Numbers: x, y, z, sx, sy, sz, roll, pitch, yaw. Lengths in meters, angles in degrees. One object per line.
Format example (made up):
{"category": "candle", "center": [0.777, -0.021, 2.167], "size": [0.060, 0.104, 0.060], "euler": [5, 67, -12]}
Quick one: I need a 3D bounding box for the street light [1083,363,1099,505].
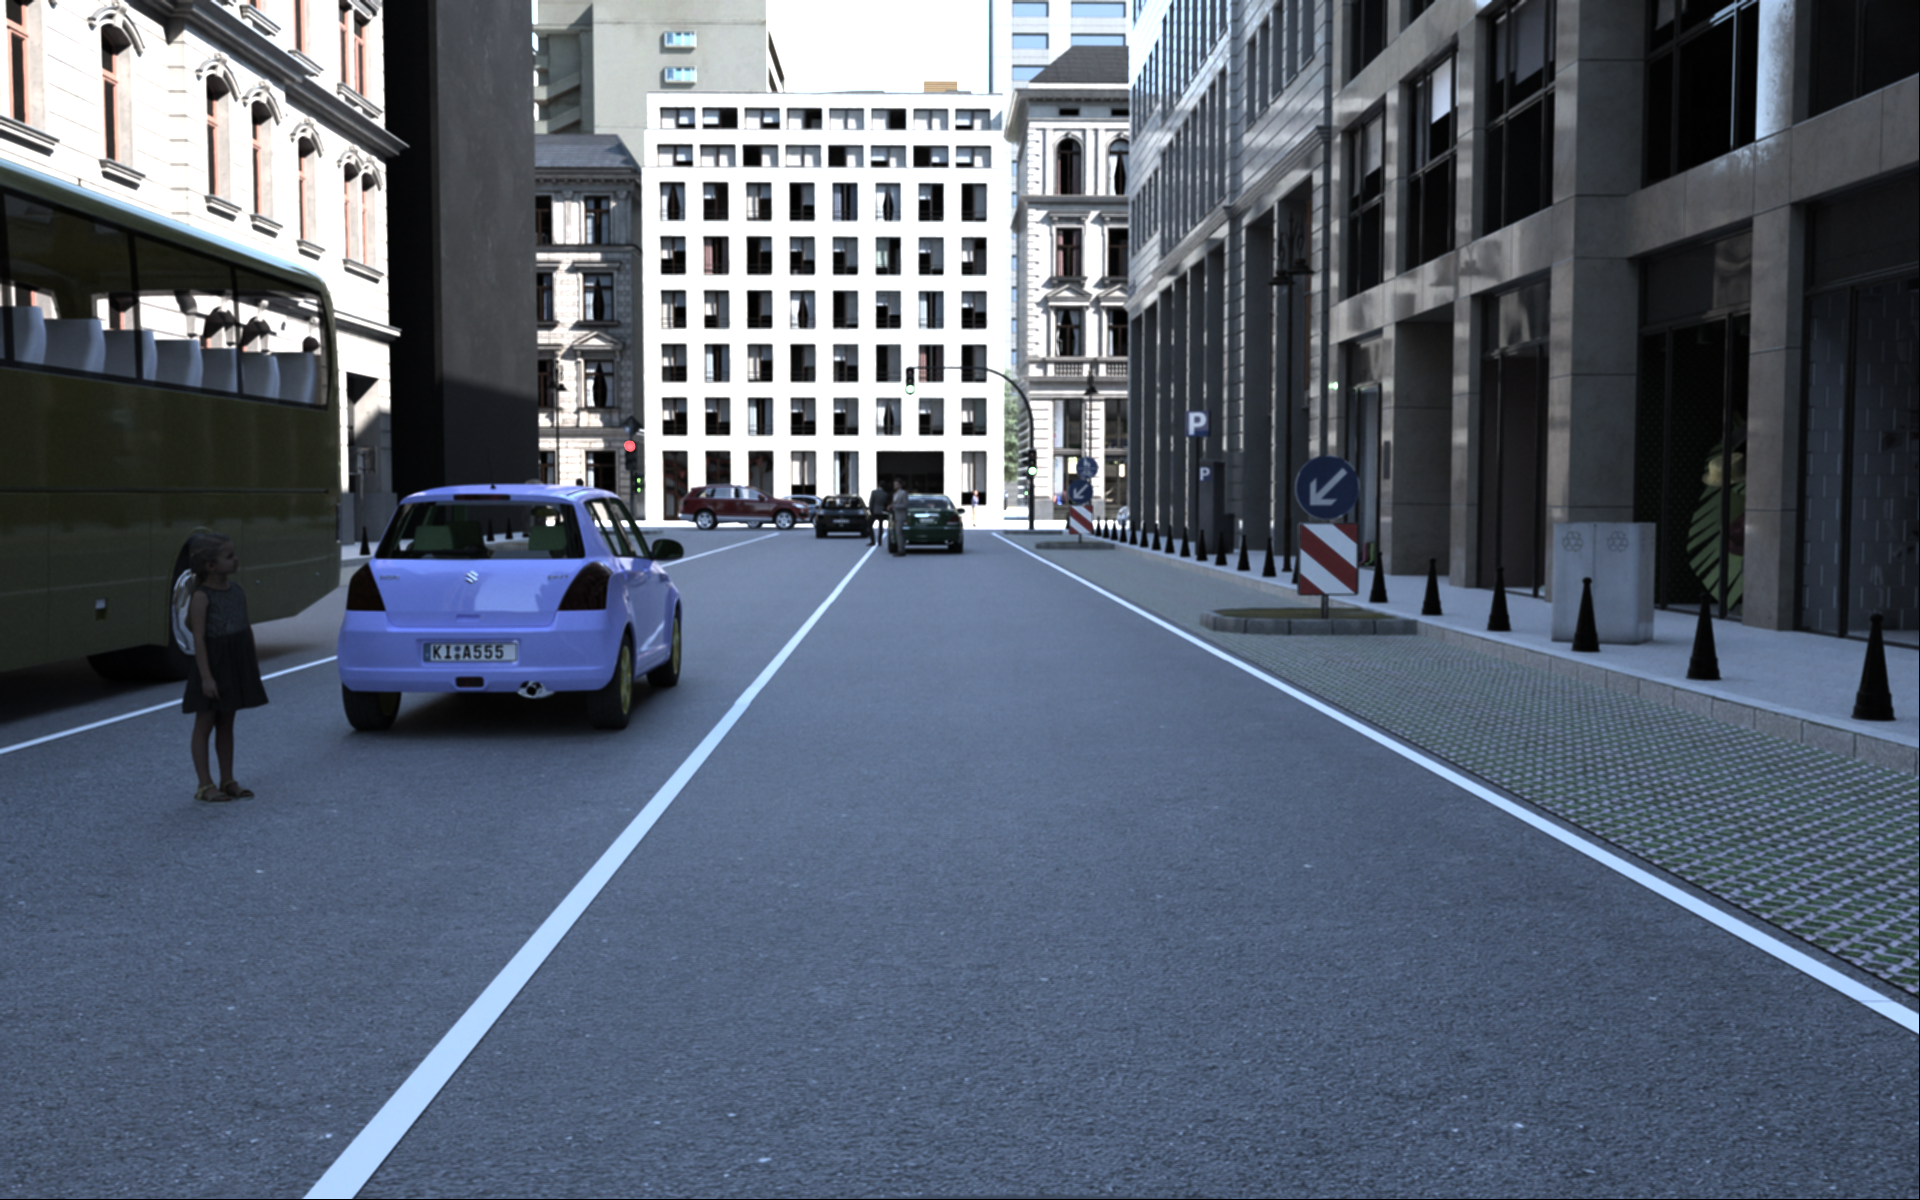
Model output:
{"category": "street light", "center": [4.612, -5.414, 61.304], "size": [0.468, 5.910, 1.993], "euler": [0, 4, -1]}

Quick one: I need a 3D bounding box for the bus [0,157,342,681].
{"category": "bus", "center": [-7.067, -1.157, 10.464], "size": [2.896, 3.916, 12.252], "euler": [0, 4, -1]}

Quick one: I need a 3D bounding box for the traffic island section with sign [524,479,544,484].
{"category": "traffic island section with sign", "center": [-10.974, -2.188, 44.400], "size": [1.989, 1.847, 2.006], "euler": [0, 4, -1]}

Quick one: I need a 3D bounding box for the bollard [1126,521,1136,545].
{"category": "bollard", "center": [4.407, -1.711, 44.013], "size": [0.229, 0.601, 0.229], "euler": [0, 3, 0]}

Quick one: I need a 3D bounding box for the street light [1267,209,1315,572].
{"category": "street light", "center": [5.413, -3.406, 28.484], "size": [0.468, 5.910, 1.993], "euler": [0, 4, -1]}

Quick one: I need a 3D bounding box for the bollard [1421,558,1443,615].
{"category": "bollard", "center": [5.017, -0.144, 18.398], "size": [0.229, 0.601, 0.229], "euler": [0, 3, 0]}

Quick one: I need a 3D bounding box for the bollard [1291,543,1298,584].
{"category": "bollard", "center": [4.860, -0.535, 24.790], "size": [0.229, 0.601, 0.229], "euler": [0, 3, 0]}

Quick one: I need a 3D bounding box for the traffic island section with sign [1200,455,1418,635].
{"category": "traffic island section with sign", "center": [3.622, -0.600, 18.430], "size": [1.989, 1.847, 2.006], "euler": [0, 4, -1]}

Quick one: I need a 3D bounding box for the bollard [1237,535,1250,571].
{"category": "bollard", "center": [4.762, -0.796, 29.061], "size": [0.229, 0.601, 0.229], "euler": [0, 3, 0]}

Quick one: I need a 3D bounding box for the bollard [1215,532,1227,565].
{"category": "bollard", "center": [4.706, -0.927, 31.197], "size": [0.229, 0.601, 0.229], "euler": [0, 3, 0]}

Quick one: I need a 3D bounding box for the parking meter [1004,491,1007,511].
{"category": "parking meter", "center": [3.400, -7.532, 131.566], "size": [0.372, 1.533, 0.369], "euler": [0, 3, 0]}

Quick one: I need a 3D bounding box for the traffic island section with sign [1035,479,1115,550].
{"category": "traffic island section with sign", "center": [2.984, -2.248, 45.378], "size": [1.989, 1.847, 2.006], "euler": [0, 4, -1]}

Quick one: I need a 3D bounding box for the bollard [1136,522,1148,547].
{"category": "bollard", "center": [4.456, -1.580, 41.882], "size": [0.229, 0.601, 0.229], "euler": [0, 3, 0]}

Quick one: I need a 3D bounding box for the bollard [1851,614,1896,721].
{"category": "bollard", "center": [5.218, 0.377, 9.877], "size": [0.229, 0.601, 0.229], "euler": [0, 3, 0]}

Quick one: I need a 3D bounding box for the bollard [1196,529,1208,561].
{"category": "bollard", "center": [4.657, -1.057, 33.322], "size": [0.229, 0.601, 0.229], "euler": [0, 3, 0]}

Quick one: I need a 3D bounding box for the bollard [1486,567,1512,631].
{"category": "bollard", "center": [5.067, -0.014, 16.266], "size": [0.229, 0.601, 0.229], "euler": [0, 3, 0]}

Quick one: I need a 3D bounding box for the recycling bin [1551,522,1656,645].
{"category": "recycling bin", "center": [5.627, -0.158, 15.138], "size": [0.722, 1.027, 0.722], "euler": [2, 4, 33]}

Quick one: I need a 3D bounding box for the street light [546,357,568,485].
{"category": "street light", "center": [-13.589, -5.244, 58.525], "size": [0.468, 5.910, 1.993], "euler": [0, 4, -1]}

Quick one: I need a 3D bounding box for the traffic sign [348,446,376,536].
{"category": "traffic sign", "center": [-12.781, -2.136, 37.059], "size": [0.606, 2.300, 0.079], "euler": [0, 4, 6]}

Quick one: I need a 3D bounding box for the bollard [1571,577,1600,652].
{"category": "bollard", "center": [5.114, 0.116, 14.140], "size": [0.229, 0.601, 0.229], "euler": [0, 3, 0]}

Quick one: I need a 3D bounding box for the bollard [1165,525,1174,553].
{"category": "bollard", "center": [4.554, -1.318, 37.599], "size": [0.229, 0.601, 0.229], "euler": [0, 3, 0]}

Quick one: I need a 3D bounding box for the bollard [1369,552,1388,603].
{"category": "bollard", "center": [4.963, -0.274, 20.524], "size": [0.229, 0.601, 0.229], "euler": [0, 3, 0]}

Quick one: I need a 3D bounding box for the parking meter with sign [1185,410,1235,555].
{"category": "parking meter with sign", "center": [5.369, -2.489, 36.950], "size": [0.543, 3.016, 1.738], "euler": [2, 4, 29]}

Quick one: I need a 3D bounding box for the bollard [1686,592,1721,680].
{"category": "bollard", "center": [5.165, 0.246, 12.015], "size": [0.229, 0.601, 0.229], "euler": [0, 3, 0]}

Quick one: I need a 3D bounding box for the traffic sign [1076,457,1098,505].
{"category": "traffic sign", "center": [4.319, -3.607, 59.078], "size": [0.768, 2.556, 0.104], "euler": [0, 4, 0]}

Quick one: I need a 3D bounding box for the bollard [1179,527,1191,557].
{"category": "bollard", "center": [4.611, -1.188, 35.458], "size": [0.229, 0.601, 0.229], "euler": [0, 3, 0]}

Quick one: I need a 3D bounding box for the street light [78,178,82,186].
{"category": "street light", "center": [-12.875, -3.224, 25.499], "size": [0.468, 5.910, 1.993], "euler": [0, 4, -1]}

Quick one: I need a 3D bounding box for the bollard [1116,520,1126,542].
{"category": "bollard", "center": [4.352, -1.841, 46.139], "size": [0.229, 0.601, 0.229], "euler": [0, 3, 0]}

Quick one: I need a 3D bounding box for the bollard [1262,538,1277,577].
{"category": "bollard", "center": [4.812, -0.666, 26.932], "size": [0.229, 0.601, 0.229], "euler": [0, 3, 0]}

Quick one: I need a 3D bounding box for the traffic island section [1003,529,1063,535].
{"category": "traffic island section", "center": [2.577, -2.436, 62.109], "size": [2.009, 0.180, 2.903], "euler": [0, 4, -1]}

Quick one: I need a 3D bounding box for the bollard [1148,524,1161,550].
{"category": "bollard", "center": [4.506, -1.449, 39.734], "size": [0.229, 0.601, 0.229], "euler": [0, 3, 0]}

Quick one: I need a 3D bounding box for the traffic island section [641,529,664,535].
{"category": "traffic island section", "center": [-11.710, -2.416, 61.775], "size": [2.009, 0.180, 2.903], "euler": [0, 4, -1]}
